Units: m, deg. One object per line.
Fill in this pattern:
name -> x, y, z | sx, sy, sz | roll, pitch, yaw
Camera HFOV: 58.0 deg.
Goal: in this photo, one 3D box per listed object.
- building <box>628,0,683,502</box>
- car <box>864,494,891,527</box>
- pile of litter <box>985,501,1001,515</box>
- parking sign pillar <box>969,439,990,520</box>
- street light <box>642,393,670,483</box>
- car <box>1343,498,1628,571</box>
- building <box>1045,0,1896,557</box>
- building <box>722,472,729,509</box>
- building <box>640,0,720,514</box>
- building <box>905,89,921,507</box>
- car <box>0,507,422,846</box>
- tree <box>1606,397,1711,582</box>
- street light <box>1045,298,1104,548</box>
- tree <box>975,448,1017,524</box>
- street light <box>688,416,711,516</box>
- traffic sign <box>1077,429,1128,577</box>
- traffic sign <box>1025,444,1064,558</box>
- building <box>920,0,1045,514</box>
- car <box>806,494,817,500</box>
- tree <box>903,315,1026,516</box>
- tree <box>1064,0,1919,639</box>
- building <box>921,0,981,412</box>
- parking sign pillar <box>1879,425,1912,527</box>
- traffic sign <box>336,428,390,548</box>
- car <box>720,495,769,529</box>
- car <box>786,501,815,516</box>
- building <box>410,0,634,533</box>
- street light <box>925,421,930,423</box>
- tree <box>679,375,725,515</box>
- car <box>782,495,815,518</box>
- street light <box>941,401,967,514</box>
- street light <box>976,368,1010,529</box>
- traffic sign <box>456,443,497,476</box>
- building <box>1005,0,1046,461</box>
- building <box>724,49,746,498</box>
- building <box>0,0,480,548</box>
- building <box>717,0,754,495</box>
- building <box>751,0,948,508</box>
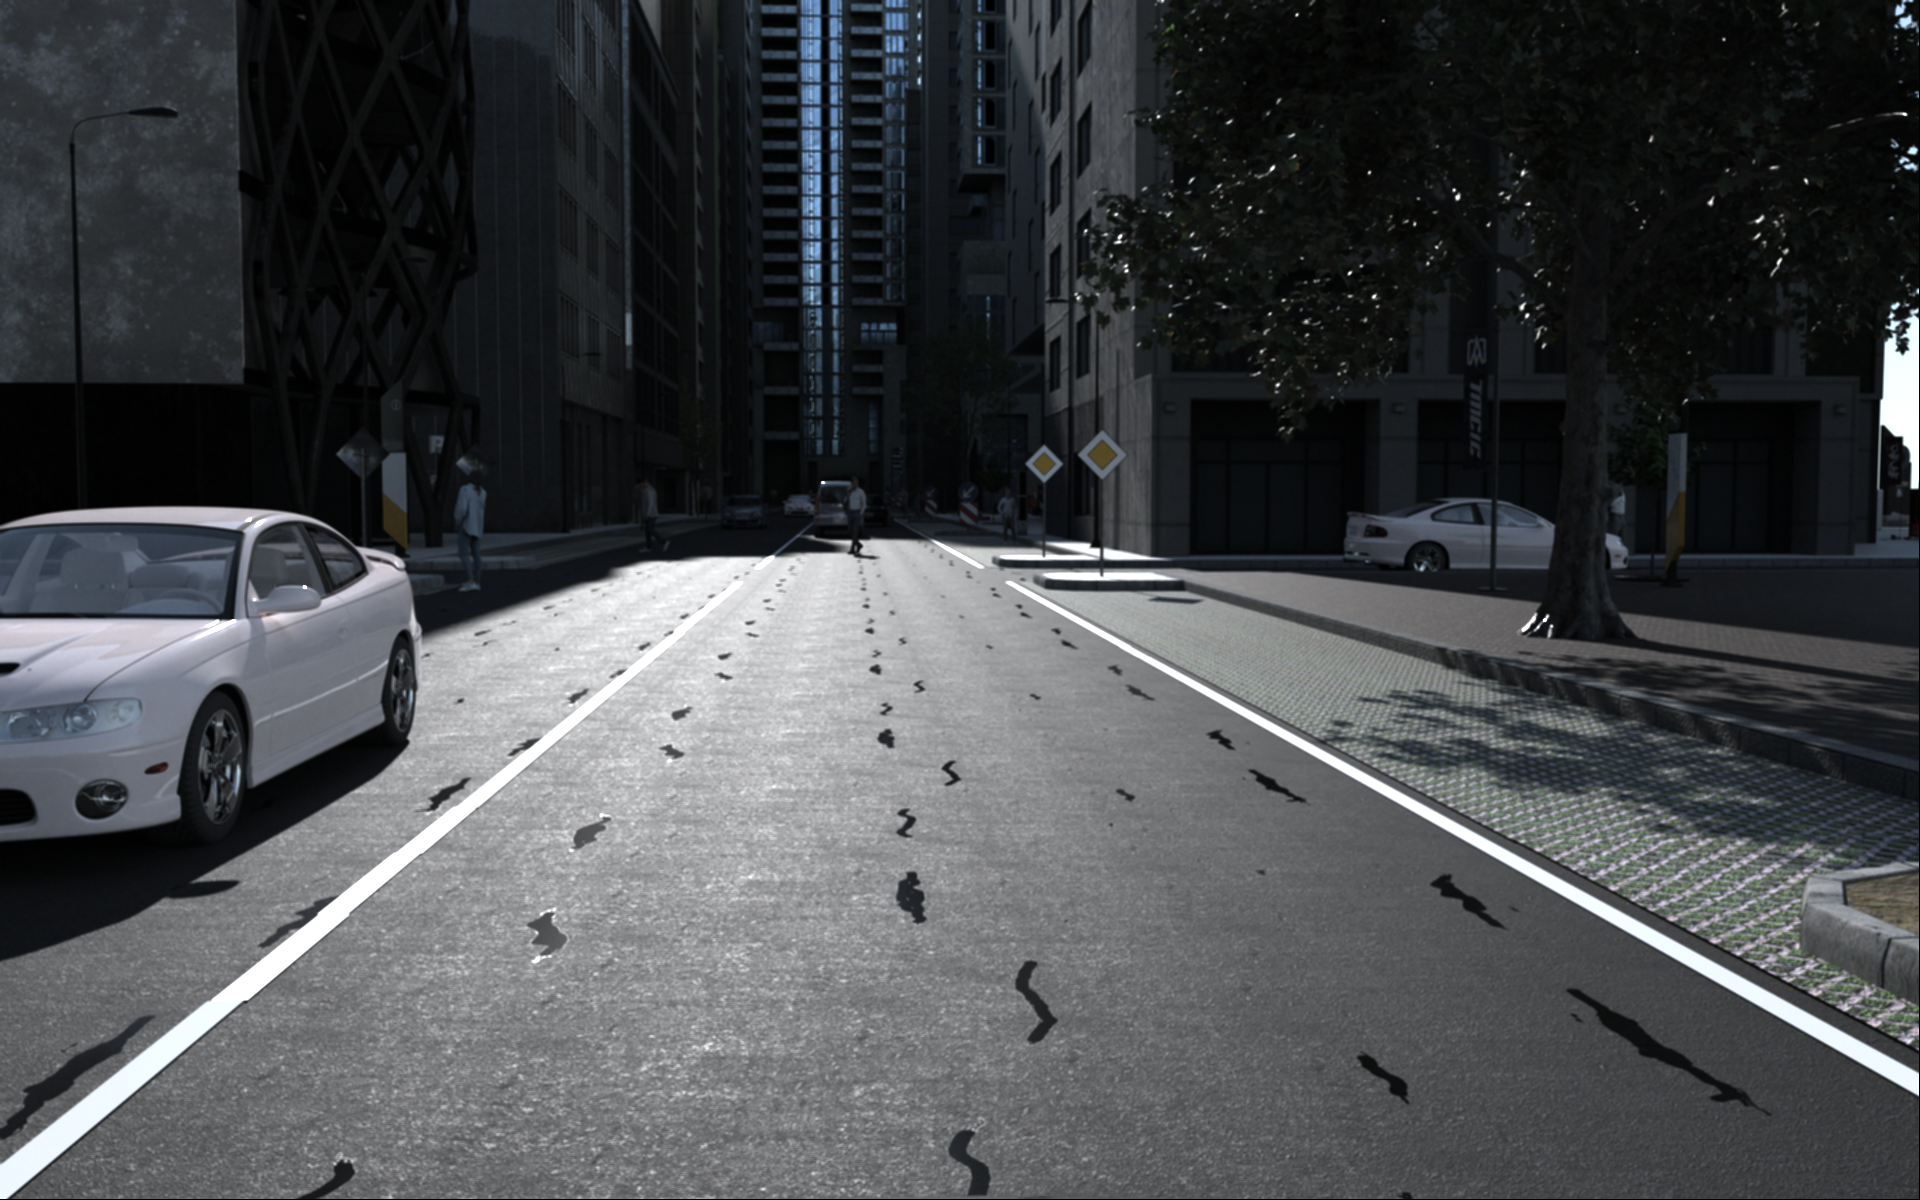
building -> -22.431, -18.014, 88.044 | 14.314, 27.812, 24.014 | 0, 4, -4
car -> -4.090, -4.128, 77.279 | 2.009, 1.686, 4.222 | 0, 4, -2
pile of litter -> 2.081, -5.796, 108.722 | 1.176, 0.858, 1.719 | 1, 4, 16
parking sign pillar -> 0.767, -5.902, 84.975 | 1.447, 3.967, 1.447 | -1, 4, -13
street light -> -14.040, -6.553, 79.686 | 1.470, 5.913, 1.316 | 0, 4, -4
car -> 9.089, -1.078, 29.981 | 4.827, 1.381, 2.083 | 0, 4, -4
building -> 13.507, -37.042, 43.882 | 20.611, 71.187, 20.563 | 0, 4, -4
building -> -34.549, -27.032, 133.857 | 32.217, 40.220, 23.993 | 0, 4, -4
building -> -23.500, -26.393, 115.121 | 14.154, 41.232, 14.086 | 0, 4, -4
building -> 1.344, -30.296, 178.940 | 14.154, 41.232, 14.086 | 0, 4, -4
car -> -4.033, 0.234, 8.530 | 2.083, 1.381, 4.827 | 0, 4, -3
tree -> 10.419, -1.903, 25.711 | 1.663, 3.219, 1.824 | 0, 3, 0
street light -> 2.723, -4.202, 41.246 | 1.470, 5.913, 1.316 | 0, 4, -4
tree -> 1.338, -4.854, 73.968 | 1.663, 3.219, 1.824 | 0, 3, 0
street light -> -15.397, -7.950, 102.530 | 1.470, 5.913, 1.316 | 0, 4, -4
traffic sign -> 2.202, -1.422, 26.891 | 0.795, 2.450, 0.064 | 0, 4, -4
traffic sign -> 1.689, -1.909, 34.859 | 0.795, 2.450, 0.064 | 0, 4, -4
building -> 8.602, -49.783, 126.625 | 22.319, 86.520, 31.000 | 0, 4, -4
car -> -13.478, -8.961, 158.308 | 2.131, 1.459, 4.920 | 0, 4, -3
tree -> 0.164, -10.693, 100.586 | 9.928, 11.665, 9.643 | 0, 3, 0
tree -> 5.741, -6.016, 15.373 | 9.611, 12.733, 9.660 | 0, 3, 0
building -> 6.931, -37.648, 157.545 | 21.231, 58.520, 28.212 | 0, 4, -4
parking sign pillar -> 36.609, -4.852, 67.794 | 1.447, 3.967, 1.447 | -2, 4, -25
traffic sign -> -9.021, -1.379, 26.192 | 0.795, 2.450, 0.064 | 0, 4, -4
car -> -8.974, -3.687, 72.282 | 2.014, 1.417, 4.499 | 0, 4, -4
car -> -10.448, -6.193, 113.841 | 1.945, 1.354, 3.894 | 0, 4, -3
building -> -19.751, -15.136, 65.504 | 12.078, 24.808, 19.932 | 0, 4, -4
street light -> -1.532, -8.402, 109.918 | 1.470, 5.913, 1.316 | 0, 4, -4
tree -> -16.391, -9.544, 106.407 | 4.737, 8.622, 4.395 | 0, 3, 0
car -> -9.931, -5.794, 107.099 | 2.083, 1.381, 4.827 | 0, 4, -5
street light -> -0.222, -6.996, 86.919 | 1.470, 5.913, 1.316 | 0, 4, -4
street light -> 1.277, -5.599, 64.084 | 1.470, 5.913, 1.316 | 0, 4, -4
traffic sign -> -9.533, -1.867, 34.161 | 0.795, 2.450, 0.064 | 0, 4, -4
building -> 16.625, -30.000, 79.733 | 28.713, 52.752, 27.495 | 0, 4, -4
building -> -26.728, -28.793, 154.356 | 14.154, 41.232, 14.086 | 0, 4, -4
building -> -20.657, -10.655, 41.659 | 16.820, 18.784, 16.811 | 0, 4, -4
building -> -35.031, -38.562, 172.495 | 28.212, 58.520, 21.231 | 0, 4, -4
building -> -17.770, -54.430, 202.601 | 31.000, 86.520, 22.319 | 0, 4, -4
